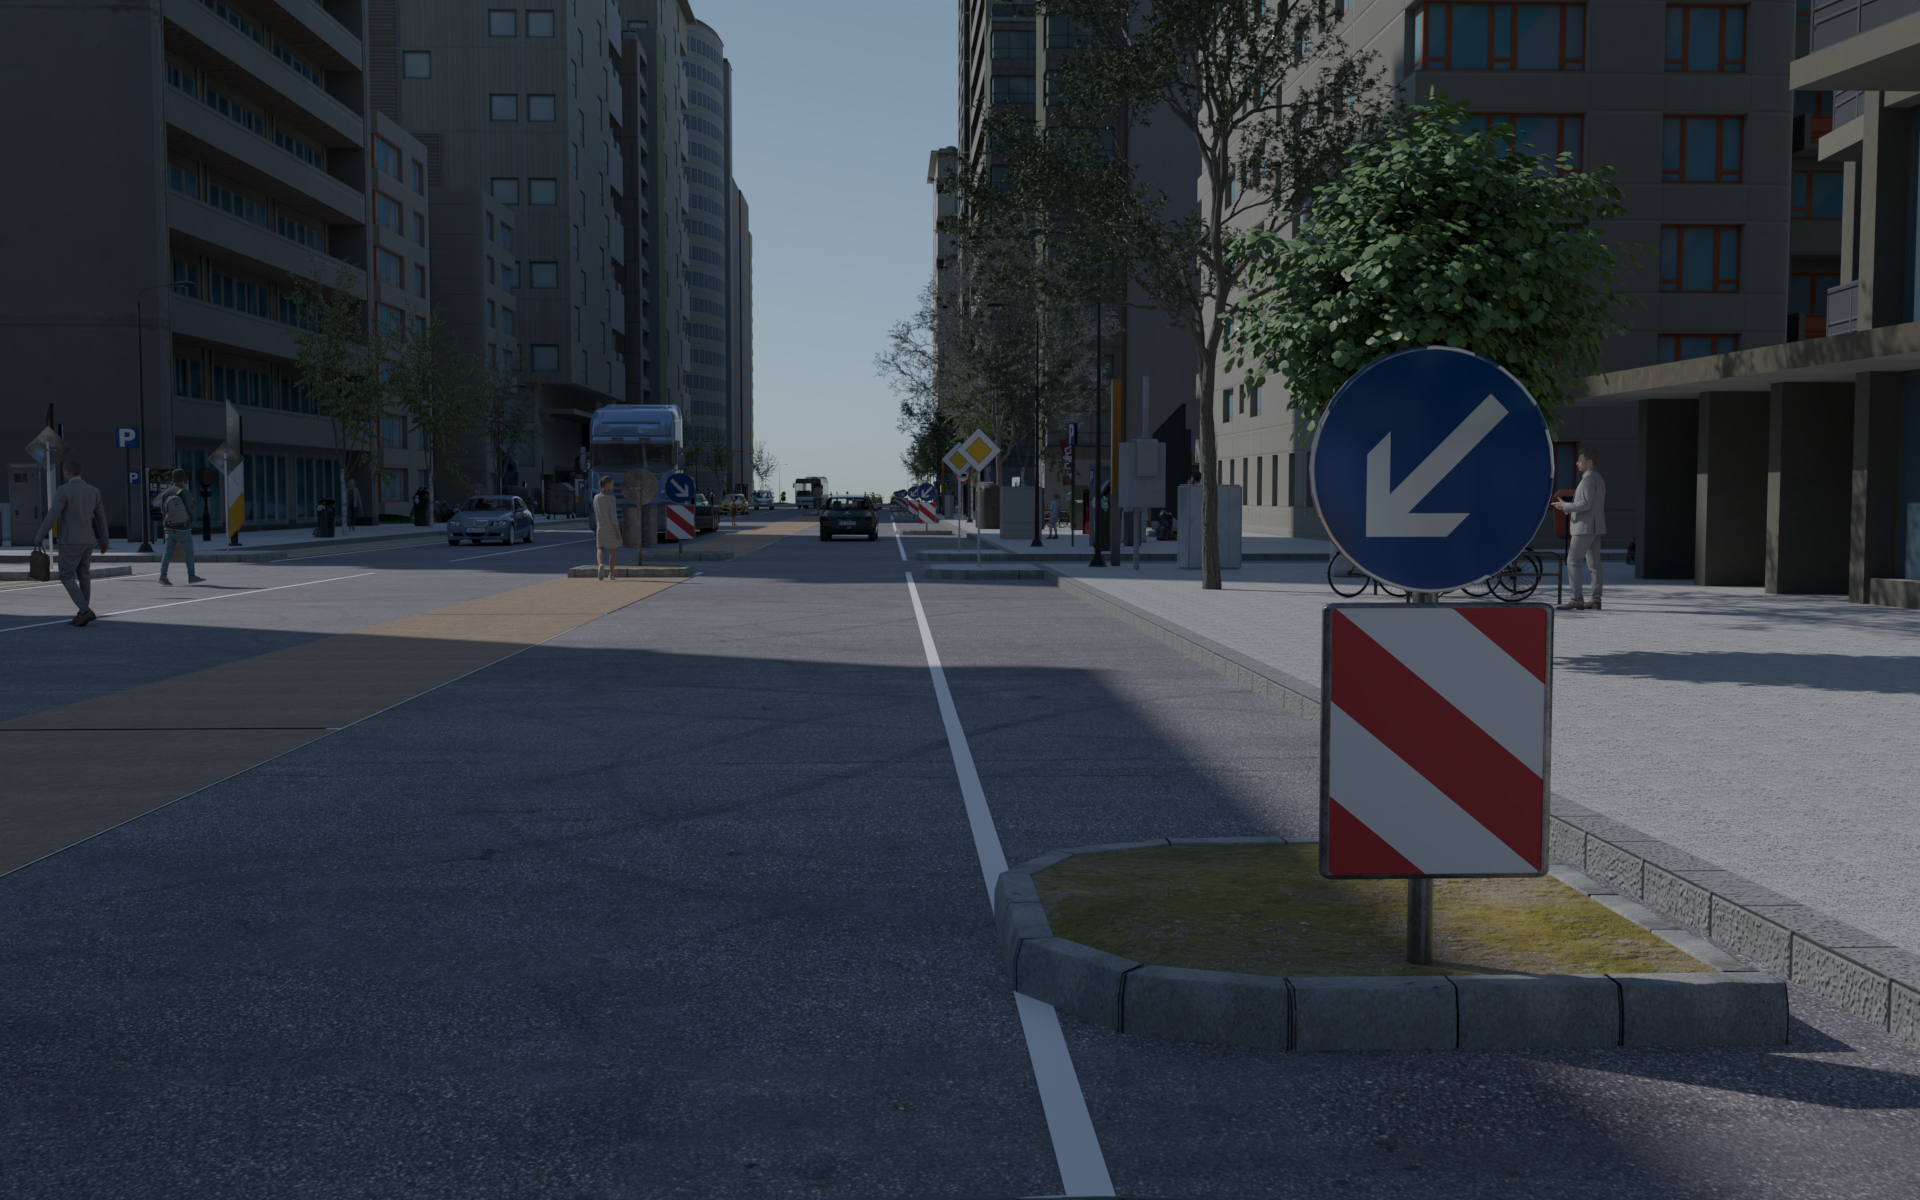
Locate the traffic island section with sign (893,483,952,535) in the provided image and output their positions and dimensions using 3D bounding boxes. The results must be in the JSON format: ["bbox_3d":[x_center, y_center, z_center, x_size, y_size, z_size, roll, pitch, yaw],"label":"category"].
[{"bbox_3d":[-1.297,-3.222,61.310,1.989,1.847,2.006,0,4,-2],"label":"traffic island section with sign"}]

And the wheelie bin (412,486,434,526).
[{"bbox_3d":[-21.378,-3.741,69.076,0.693,1.594,0.980,0,4,5],"label":"wheelie bin"}]

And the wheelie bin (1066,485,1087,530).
[{"bbox_3d":[4.225,-3.283,61.589,0.980,1.594,0.693,-1,4,-15],"label":"wheelie bin"}]

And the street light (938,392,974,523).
[{"bbox_3d":[-0.106,-6.418,77.480,1.470,5.913,1.316,0,4,-2],"label":"street light"}]

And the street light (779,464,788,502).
[{"bbox_3d":[-27.368,-18.073,268.038,1.470,5.913,1.316,0,4,-2],"label":"street light"}]

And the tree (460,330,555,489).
[{"bbox_3d":[-20.852,-7.875,79.115,4.360,8.622,3.978,0,3,0],"label":"tree"}]

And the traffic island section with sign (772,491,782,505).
[{"bbox_3d":[-23.853,-12.895,219.454,1.989,1.847,2.006,0,4,-2],"label":"traffic island section with sign"}]

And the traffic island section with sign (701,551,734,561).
[{"bbox_3d":[-6.036,-1.817,37.852,2.006,1.907,1.989,0,4,-2],"label":"traffic island section with sign"}]

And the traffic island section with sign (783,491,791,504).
[{"bbox_3d":[-25.036,-14.559,246.664,1.989,1.847,2.006,0,4,-2],"label":"traffic island section with sign"}]

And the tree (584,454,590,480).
[{"bbox_3d":[-21.496,-7.395,104.619,4.285,4.588,4.351,0,3,0],"label":"tree"}]

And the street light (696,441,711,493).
[{"bbox_3d":[-22.338,-10.877,150.386,1.470,5.913,1.316,0,4,-2],"label":"street light"}]

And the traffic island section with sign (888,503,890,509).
[{"bbox_3d":[-4.612,-7.933,138.331,1.989,1.847,2.006,0,4,-2],"label":"traffic island section with sign"}]

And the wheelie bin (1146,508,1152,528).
[{"bbox_3d":[7.320,-3.579,66.431,0.980,1.594,0.693,-2,4,-26],"label":"wheelie bin"}]

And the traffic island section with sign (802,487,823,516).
[{"bbox_3d":[-9.289,-6.409,112.921,2.006,1.907,1.989,0,4,-2],"label":"traffic island section with sign"}]

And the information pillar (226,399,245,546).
[{"bbox_3d":[-17.882,-3.142,42.724,0.504,3.616,0.183,2,4,29],"label":"information pillar"}]

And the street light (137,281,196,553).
[{"bbox_3d":[-17.363,-3.999,37.921,1.470,5.913,1.316,0,4,-2],"label":"street light"}]

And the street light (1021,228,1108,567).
[{"bbox_3d":[1.896,-3.540,30.414,1.470,5.913,1.316,0,4,-2],"label":"street light"}]

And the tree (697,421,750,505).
[{"bbox_3d":[-23.872,-13.517,171.372,4.360,8.622,3.978,0,3,0],"label":"tree"}]

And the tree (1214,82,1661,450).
[{"bbox_3d":[3.845,-1.844,13.868,4.285,4.588,4.351,0,3,0],"label":"tree"}]

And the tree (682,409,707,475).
[{"bbox_3d":[-23.098,-11.780,142.959,4.737,8.622,4.395,0,3,0],"label":"tree"}]

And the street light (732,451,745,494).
[{"bbox_3d":[-23.883,-13.044,185.809,1.470,5.913,1.316,0,4,-2],"label":"street light"}]

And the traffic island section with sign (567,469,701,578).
[{"bbox_3d":[-5.726,-1.365,30.452,2.006,1.907,1.989,0,4,-2],"label":"traffic island section with sign"}]

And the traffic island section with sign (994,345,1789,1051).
[{"bbox_3d":[1.127,0.197,5.412,1.989,1.847,2.006,0,4,-2],"label":"traffic island section with sign"}]

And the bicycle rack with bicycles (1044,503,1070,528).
[{"bbox_3d":[4.117,-3.666,73.321,2.925,0.926,2.852,-1,4,-16],"label":"bicycle rack with bicycles"}]

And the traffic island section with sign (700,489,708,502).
[{"bbox_3d":[-20.323,-7.897,137.736,1.989,1.847,2.006,0,4,-2],"label":"traffic island section with sign"}]

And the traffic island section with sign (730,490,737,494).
[{"bbox_3d":[-21.487,-9.544,164.666,1.989,1.847,2.006,0,4,-2],"label":"traffic island section with sign"}]

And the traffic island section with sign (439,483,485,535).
[{"bbox_3d":[-17.000,-3.178,60.591,1.989,1.847,2.006,0,4,-2],"label":"traffic island section with sign"}]

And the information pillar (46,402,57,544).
[{"bbox_3d":[-23.352,-3.252,44.522,0.183,3.616,0.504,-3,5,-40],"label":"information pillar"}]

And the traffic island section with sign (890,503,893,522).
[{"bbox_3d":[-2.452,-4.869,88.241,1.989,1.847,2.006,0,4,-2],"label":"traffic island section with sign"}]

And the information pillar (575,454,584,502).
[{"bbox_3d":[-21.091,-6.403,96.042,0.504,3.616,0.183,-1,4,-8],"label":"information pillar"}]

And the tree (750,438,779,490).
[{"bbox_3d":[-26.099,-16.986,228.088,4.360,8.622,3.978,0,3,0],"label":"tree"}]

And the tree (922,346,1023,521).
[{"bbox_3d":[0.775,-8.033,81.703,4.737,8.622,4.395,0,3,0],"label":"tree"}]

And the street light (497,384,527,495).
[{"bbox_3d":[-18.987,-6.166,73.350,1.470,5.913,1.316,0,4,-2],"label":"street light"}]

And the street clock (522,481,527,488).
[{"bbox_3d":[-24.773,-5.743,98.471,0.358,2.002,0.471,0,4,-8],"label":"street clock"}]

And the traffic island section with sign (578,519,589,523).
[{"bbox_3d":[-18.159,-4.825,87.522,1.989,1.847,2.006,0,4,-2],"label":"traffic island section with sign"}]

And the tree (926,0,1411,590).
[{"bbox_3d":[3.067,-5.414,22.940,7.601,10.594,8.767,-1,4,-20],"label":"tree"}]

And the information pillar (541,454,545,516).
[{"bbox_3d":[-24.468,-6.741,101.572,0.183,3.616,0.504,-1,4,-17],"label":"information pillar"}]

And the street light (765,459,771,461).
[{"bbox_3d":[-25.904,-15.898,232.467,1.470,5.913,1.316,0,4,-2],"label":"street light"}]

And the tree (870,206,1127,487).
[{"bbox_3d":[1.685,-9.738,69.593,12.009,13.543,11.850,0,3,0],"label":"tree"}]

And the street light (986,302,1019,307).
[{"bbox_3d":[1.336,-4.251,42.053,1.470,5.913,1.316,0,4,-2],"label":"street light"}]

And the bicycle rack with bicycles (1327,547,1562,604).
[{"bbox_3d":[5.974,-0.477,21.189,2.925,0.926,2.852,0,4,2],"label":"bicycle rack with bicycles"}]

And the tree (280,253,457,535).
[{"bbox_3d":[-18.889,-6.299,53.357,4.737,8.622,4.395,0,3,0],"label":"tree"}]

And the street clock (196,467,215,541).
[{"bbox_3d":[-20.543,-2.607,47.191,0.471,2.002,0.358,-2,4,-29],"label":"street clock"}]

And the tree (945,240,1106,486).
[{"bbox_3d":[1.929,-6.095,50.021,4.360,8.622,3.978,0,3,0],"label":"tree"}]

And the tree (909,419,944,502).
[{"bbox_3d":[-2.792,-13.367,168.910,4.360,8.622,3.978,0,3,0],"label":"tree"}]

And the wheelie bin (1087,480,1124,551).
[{"bbox_3d":[3.345,-1.909,39.124,0.693,1.594,0.980,0,4,-4],"label":"wheelie bin"}]

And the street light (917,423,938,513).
[{"bbox_3d":[-1.857,-8.588,112.959,1.470,5.913,1.316,0,4,-2],"label":"street light"}]

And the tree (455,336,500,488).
[{"bbox_3d":[-19.898,-7.047,65.575,4.737,8.622,4.395,0,3,0],"label":"tree"}]

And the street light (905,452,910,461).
[{"bbox_3d":[-5.527,-14.042,202.125,1.470,5.913,1.316,0,4,-2],"label":"street light"}]
